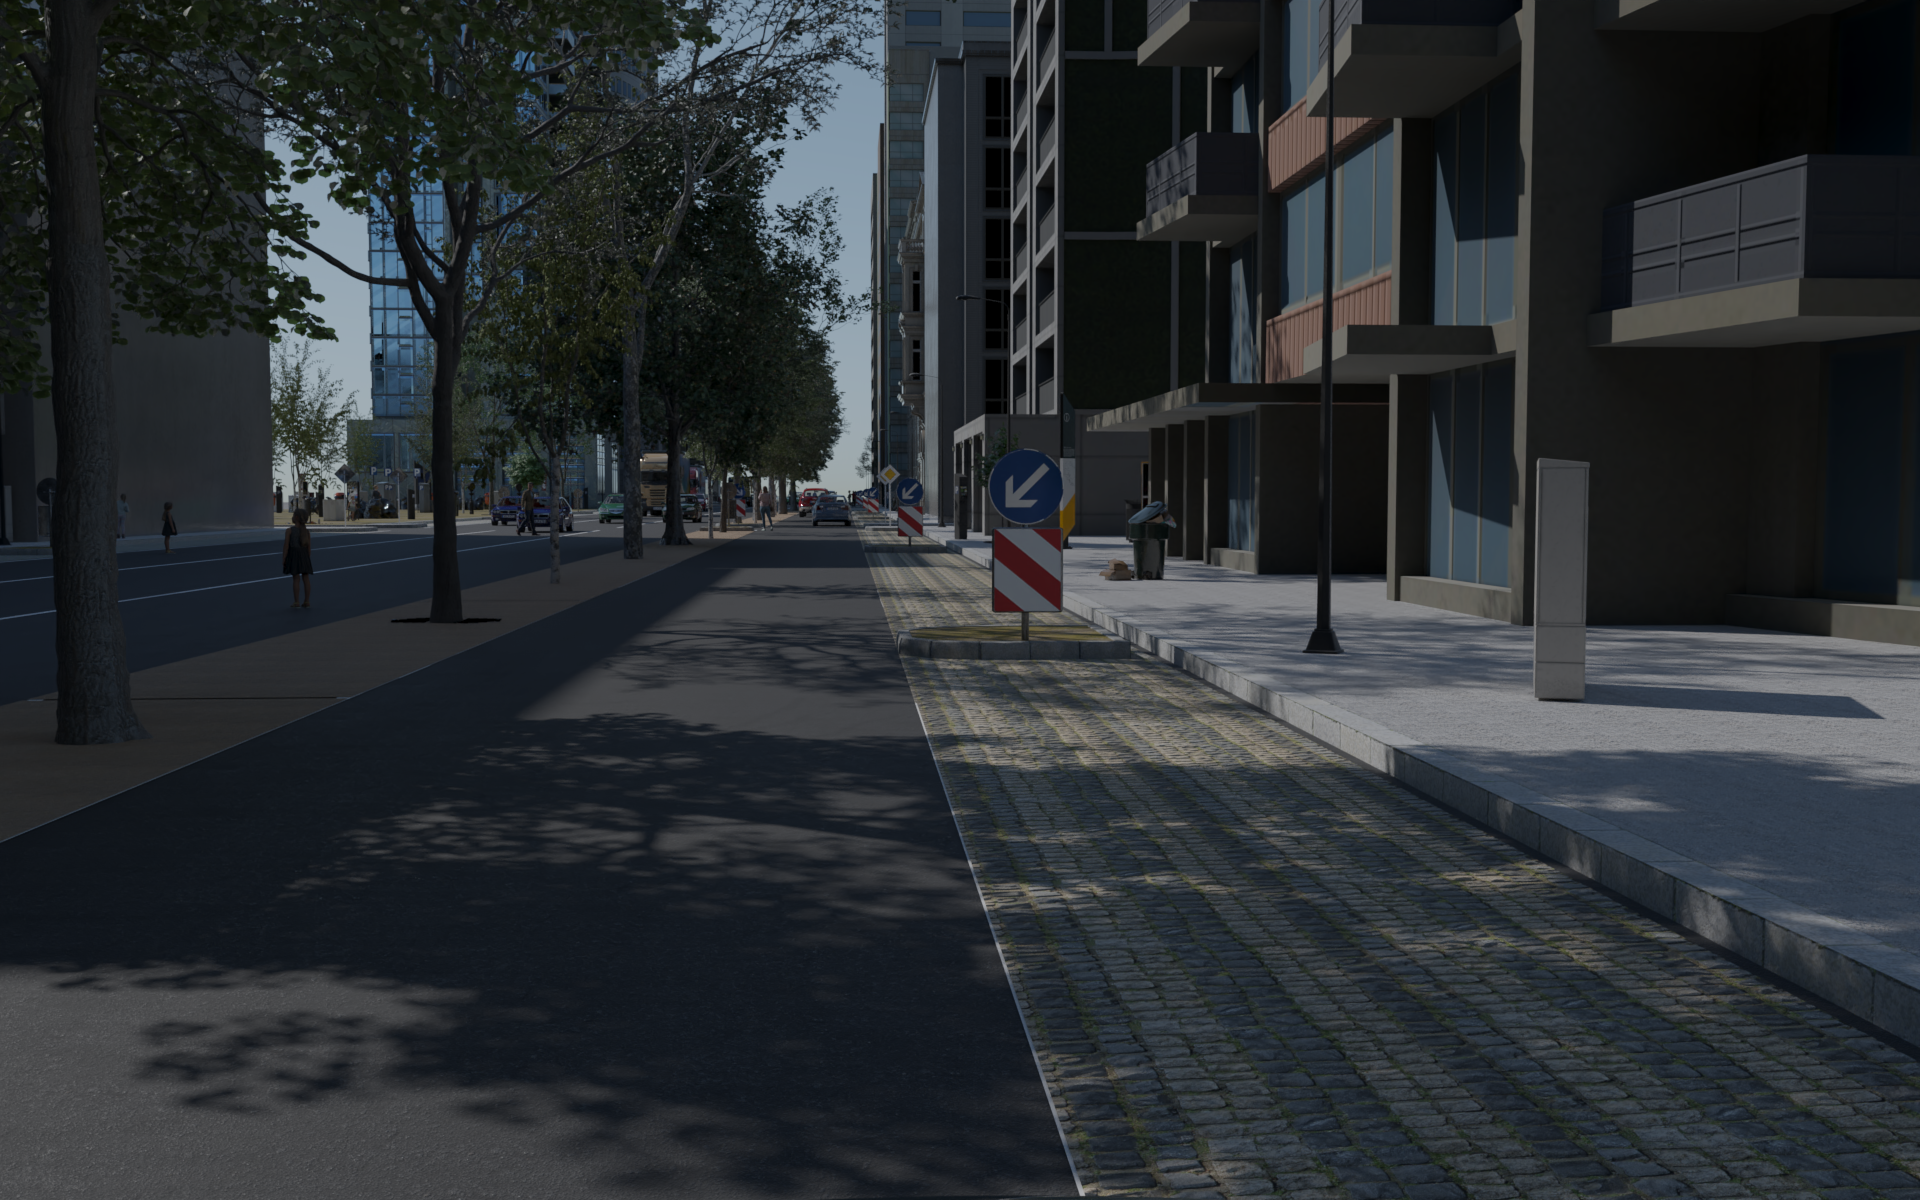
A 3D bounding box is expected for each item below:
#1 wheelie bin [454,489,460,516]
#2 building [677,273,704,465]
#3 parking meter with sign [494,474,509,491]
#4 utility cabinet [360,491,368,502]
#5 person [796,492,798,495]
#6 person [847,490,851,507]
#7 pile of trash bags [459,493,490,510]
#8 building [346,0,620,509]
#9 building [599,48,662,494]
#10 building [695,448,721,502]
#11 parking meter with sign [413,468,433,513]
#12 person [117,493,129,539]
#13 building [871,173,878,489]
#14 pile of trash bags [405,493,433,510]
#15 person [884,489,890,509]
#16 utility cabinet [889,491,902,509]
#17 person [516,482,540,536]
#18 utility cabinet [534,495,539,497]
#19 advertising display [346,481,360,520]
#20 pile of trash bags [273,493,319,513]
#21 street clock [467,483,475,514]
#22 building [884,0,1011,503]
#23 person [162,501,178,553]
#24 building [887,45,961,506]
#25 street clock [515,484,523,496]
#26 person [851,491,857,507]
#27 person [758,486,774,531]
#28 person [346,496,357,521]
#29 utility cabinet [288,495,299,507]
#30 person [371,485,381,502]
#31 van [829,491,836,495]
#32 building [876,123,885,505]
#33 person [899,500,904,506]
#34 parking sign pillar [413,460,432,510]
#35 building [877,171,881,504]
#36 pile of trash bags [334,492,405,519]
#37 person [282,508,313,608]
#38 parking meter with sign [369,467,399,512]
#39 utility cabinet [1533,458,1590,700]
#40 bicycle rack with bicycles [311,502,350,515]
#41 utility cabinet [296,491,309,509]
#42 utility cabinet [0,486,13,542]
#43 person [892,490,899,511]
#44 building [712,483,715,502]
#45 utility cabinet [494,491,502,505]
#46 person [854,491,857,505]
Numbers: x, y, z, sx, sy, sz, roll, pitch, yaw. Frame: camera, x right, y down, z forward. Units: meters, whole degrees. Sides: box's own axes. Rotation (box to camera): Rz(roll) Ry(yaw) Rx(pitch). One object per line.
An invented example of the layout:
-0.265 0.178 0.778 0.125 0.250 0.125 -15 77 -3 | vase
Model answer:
-29.299 -5.639 100.112 0.693 1.594 0.980 0 4 3 | wheelie bin
-48.109 -36.124 245.248 22.147 44.769 28.867 0 4 -4 | building
-38.525 -9.195 146.600 1.738 3.016 0.543 0 4 -6 | parking meter with sign
-44.131 -7.282 127.737 0.318 1.500 1.173 1 4 15 | utility cabinet
-23.699 -14.821 251.380 0.434 1.755 0.990 2 4 29 | person
-9.522 -8.540 148.670 0.362 1.759 0.519 -1 4 -15 | person
-38.303 -7.786 137.055 3.447 1.369 1.912 2 4 31 | pile of trash bags
-43.542 -51.926 161.668 22.319 86.520 31.000 0 4 -4 | building
-45.343 -39.771 192.248 21.231 58.520 28.212 0 4 -4 | building
-47.945 -37.164 291.231 14.154 41.232 14.086 0 4 -4 | building
-36.598 -7.472 118.424 0.543 3.016 1.738 1 4 17 | parking meter with sign
-24.243 -2.429 50.033 0.425 1.301 0.394 -2 4 -35 | person
-1.967 -38.225 248.680 21.300 48.544 21.600 0 4 -4 | building
-44.704 -8.114 142.421 3.447 1.369 1.912 -3 5 -40 | pile of trash bags
-6.170 -8.601 147.343 0.731 1.740 0.598 -1 4 -23 | person
-5.024 -7.817 136.487 1.173 1.500 0.318 -2 4 -34 | utility cabinet
-14.903 -3.138 59.712 0.836 1.842 0.656 -1 4 -10 | person
-34.230 -7.809 138.832 1.020 1.237 0.306 2 4 33 | utility cabinet
-29.862 -4.895 85.239 0.974 1.923 0.123 3 5 39 | advertising display
-45.902 -6.696 119.238 3.447 1.369 1.912 -1 4 -12 | pile of trash bags
-30.931 -6.428 109.662 0.358 2.002 0.471 2 4 31 | street clock
2.484 -39.262 183.926 21.231 58.520 28.212 0 4 -4 | building
-19.111 -1.756 41.884 0.373 1.253 0.362 -2 4 -35 | person
0.216 -29.278 162.290 14.154 41.232 14.086 0 4 -4 | building
-30.156 -6.967 118.477 0.471 2.002 0.358 -1 4 -22 | street clock
-12.042 -11.464 195.871 1.348 1.831 0.705 2 4 31 | person
-7.556 -3.588 67.758 0.593 1.750 0.643 -1 4 -20 | person
-28.899 -4.360 82.344 0.382 1.210 0.505 1 4 21 | person
-46.527 -6.731 121.212 1.020 1.237 0.306 2 4 24 | utility cabinet
-31.480 -5.306 93.210 0.534 1.772 0.576 0 4 -5 | person
-15.947 -12.579 212.676 2.013 2.044 4.112 0 4 -4 | van
-2.664 -33.951 205.202 14.600 45.320 14.200 0 4 -4 | building
-4.509 -7.656 133.028 0.589 1.601 0.330 0 4 -2 | person
-42.936 -9.170 138.405 1.447 3.967 1.447 -3 5 -41 | parking sign pillar
-3.446 -32.772 219.422 14.154 41.232 14.086 0 4 -4 | building
-30.882 -4.884 89.608 1.912 1.369 3.447 2 4 31 | pile of trash bags
-8.363 -0.530 21.843 0.362 1.253 0.373 -3 5 -42 | person
-36.450 -6.919 109.391 1.738 3.016 0.543 2 4 29 | parking meter with sign
3.887 -0.154 11.192 0.318 1.500 1.173 1 4 18 | utility cabinet
-39.517 -5.800 108.209 2.852 0.926 2.925 1 4 22 | bicycle rack with bicycles
-55.056 -8.329 144.857 1.173 1.500 0.318 -3 4 -37 | utility cabinet
-25.607 -2.256 45.572 1.173 1.500 0.318 0 4 2 | utility cabinet
-4.632 -7.465 128.203 0.850 1.850 0.679 -2 4 -25 | person
-55.362 -35.465 271.726 32.217 40.220 23.993 0 4 -4 | building
-34.773 -7.481 130.989 1.173 1.500 0.318 -3 4 -38 | utility cabinet
-12.259 -11.941 203.734 0.705 1.824 1.348 0 4 4 | person
